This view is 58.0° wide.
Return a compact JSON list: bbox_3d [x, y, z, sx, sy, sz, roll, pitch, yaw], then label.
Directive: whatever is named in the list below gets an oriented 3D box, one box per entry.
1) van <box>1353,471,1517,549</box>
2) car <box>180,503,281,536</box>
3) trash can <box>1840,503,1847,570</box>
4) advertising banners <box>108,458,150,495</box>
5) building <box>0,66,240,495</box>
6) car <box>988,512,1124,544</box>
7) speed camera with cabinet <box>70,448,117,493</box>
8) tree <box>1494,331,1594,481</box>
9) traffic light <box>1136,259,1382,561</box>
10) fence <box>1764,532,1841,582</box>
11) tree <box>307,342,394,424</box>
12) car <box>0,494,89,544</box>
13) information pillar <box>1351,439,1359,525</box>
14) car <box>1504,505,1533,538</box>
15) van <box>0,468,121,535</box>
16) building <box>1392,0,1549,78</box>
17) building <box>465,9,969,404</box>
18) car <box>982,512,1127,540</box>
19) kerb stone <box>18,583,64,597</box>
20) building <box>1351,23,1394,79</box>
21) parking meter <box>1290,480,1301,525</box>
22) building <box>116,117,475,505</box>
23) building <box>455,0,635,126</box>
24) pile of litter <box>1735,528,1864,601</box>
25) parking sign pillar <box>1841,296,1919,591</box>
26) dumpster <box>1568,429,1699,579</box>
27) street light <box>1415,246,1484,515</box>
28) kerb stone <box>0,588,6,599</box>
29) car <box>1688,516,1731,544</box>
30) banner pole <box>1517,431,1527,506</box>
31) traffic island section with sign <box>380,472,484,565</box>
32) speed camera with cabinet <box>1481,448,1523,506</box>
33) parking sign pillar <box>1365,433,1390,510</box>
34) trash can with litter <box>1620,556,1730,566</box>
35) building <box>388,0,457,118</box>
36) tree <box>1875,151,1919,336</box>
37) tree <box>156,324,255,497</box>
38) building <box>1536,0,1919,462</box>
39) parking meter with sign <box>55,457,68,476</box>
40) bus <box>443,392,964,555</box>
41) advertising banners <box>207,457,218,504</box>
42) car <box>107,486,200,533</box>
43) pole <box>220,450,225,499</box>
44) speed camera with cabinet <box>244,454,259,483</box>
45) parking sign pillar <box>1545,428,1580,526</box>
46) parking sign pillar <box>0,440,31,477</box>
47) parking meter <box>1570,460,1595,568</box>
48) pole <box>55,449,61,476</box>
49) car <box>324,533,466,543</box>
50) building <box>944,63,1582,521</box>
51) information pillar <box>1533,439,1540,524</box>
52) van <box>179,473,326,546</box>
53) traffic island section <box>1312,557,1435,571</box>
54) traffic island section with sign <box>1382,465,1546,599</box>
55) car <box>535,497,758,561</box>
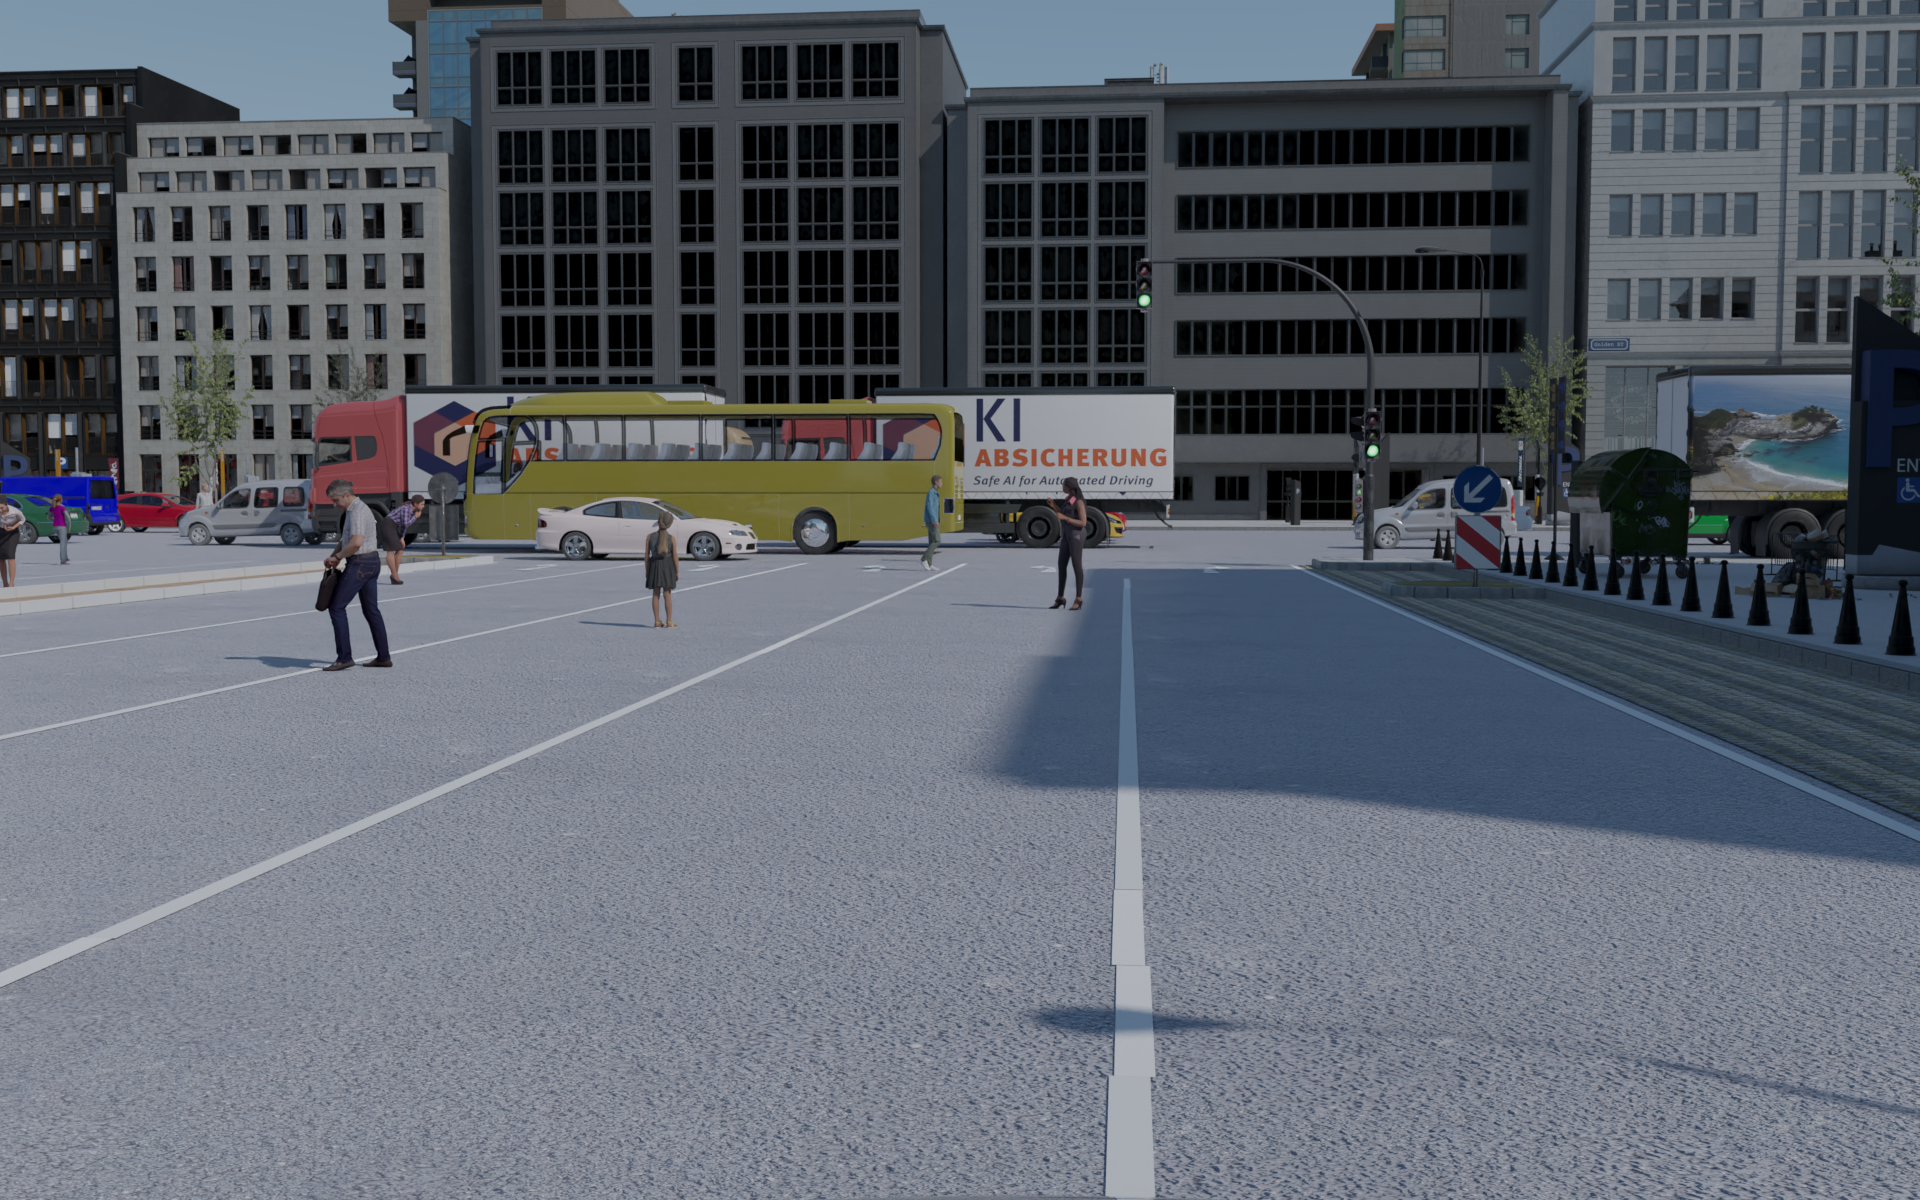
[{"bbox_3d":[12.460,-2.357,45.542,4.112,2.044,2.013,0,4,6],"label":"van"},{"bbox_3d":[-24.815,-3.130,60.221,4.494,1.783,2.155,0,4,5],"label":"car"},{"bbox_3d":[14.484,-0.982,27.708,0.748,1.137,0.748,0,3,0],"label":"trash can"},{"bbox_3d":[-40.266,-5.372,84.020,2.074,3.025,0.090,0,4,1],"label":"advertising banners"},{"bbox_3d":[-49.817,-16.216,94.817,15.834,23.373,12.332,0,4,5],"label":"building"},{"bbox_3d":[2.797,-2.470,50.615,3.980,1.641,2.015,0,4,7],"label":"car"},{"bbox_3d":[-36.888,-4.856,73.733,2.038,3.252,0.660,1,4,21],"label":"speed camera with cabinet"},{"bbox_3d":[26.217,-7.772,77.430,4.737,8.622,4.395,0,3,0],"label":"tree"},{"bbox_3d":[5.778,-3.596,33.457,4.771,5.953,1.251,0,4,5],"label":"traffic light"},{"bbox_3d":[12.855,-0.674,26.395,0.278,0.683,2.069,0,4,-1],"label":"fence"},{"bbox_3d":[-28.995,-8.133,83.329,4.360,8.622,3.978,0,3,0],"label":"tree"},{"bbox_3d":[-27.969,-2.360,50.384,4.920,1.459,2.131,0,4,5],"label":"car"},{"bbox_3d":[16.158,-4.853,70.694,0.183,3.616,0.504,0,4,-4],"label":"information pillar"},{"bbox_3d":[16.748,-2.804,57.841,4.499,1.417,2.014,0,4,7],"label":"car"},{"bbox_3d":[-32.131,-3.409,60.122,5.245,2.365,2.240,0,4,5],"label":"van"},{"bbox_3d":[41.650,-27.897,139.709,14.154,41.232,14.086,0,4,5],"label":"building"},{"bbox_3d":[-12.147,-18.221,91.422,24.014,27.812,14.314,0,4,5],"label":"building"},{"bbox_3d":[2.909,-2.723,53.566,4.494,1.783,2.155,0,4,7],"label":"car"},{"bbox_3d":[-12.992,-0.128,24.327,0.120,0.150,1.000,0,4,5],"label":"kerb stone"},{"bbox_3d":[48.041,-30.942,160.524,22.147,44.769,28.867,0,4,5],"label":"building"},{"bbox_3d":[13.765,-3.994,71.019,0.399,1.863,0.255,-3,4,-38],"label":"parking meter"},{"bbox_3d":[-33.669,-14.514,92.056,16.860,20.320,10.420,0,4,5],"label":"building"},{"bbox_3d":[-35.336,-30.995,156.879,14.600,45.320,14.200,0,4,5],"label":"building"},{"bbox_3d":[10.459,-0.470,21.658,1.176,0.858,1.719,0,4,-2],"label":"pile of litter"},{"bbox_3d":[12.812,-2.141,23.478,1.447,3.967,1.447,0,4,7],"label":"parking sign pillar"},{"bbox_3d":[10.465,-1.496,26.958,1.502,2.255,1.985,0,4,6],"label":"dumpster"},{"bbox_3d":[9.221,-3.672,32.572,1.470,5.913,1.316,0,4,5],"label":"street light"},{"bbox_3d":[-13.077,-0.067,23.293,0.120,0.150,1.000,0,4,5],"label":"kerb stone"},{"bbox_3d":[20.321,-2.457,48.967,4.718,1.807,1.959,0,4,4],"label":"car"},{"bbox_3d":[22.130,-4.782,68.208,0.401,3.779,0.863,3,5,42],"label":"banner pole"},{"bbox_3d":[-10.841,-1.676,35.544,2.006,1.907,1.989,0,4,5],"label":"traffic island section with sign"},{"bbox_3d":[22.979,-4.860,73.793,2.038,3.252,0.660,3,4,38],"label":"speed camera with cabinet"},{"bbox_3d":[18.276,-5.348,75.908,1.447,3.967,1.447,-3,5,-43],"label":"parking sign pillar"},{"bbox_3d":[13.000,-1.255,31.580,2.233,1.210,1.678,0,4,1],"label":"trash can with litter"},{"bbox_3d":[-36.551,-30.092,142.112,14.600,45.320,14.200,0,4,5],"label":"building"},{"bbox_3d":[17.550,-4.775,28.428,4.737,8.622,4.395,0,3,0],"label":"tree"},{"bbox_3d":[-32.696,-7.641,75.285,4.737,8.622,4.395,0,3,0],"label":"tree"},{"bbox_3d":[44.650,-18.801,84.894,29.804,29.767,11.434,0,4,5],"label":"building"},{"bbox_3d":[-42.432,-5.261,82.277,0.543,3.016,1.738,-1,4,-14],"label":"parking meter with sign"},{"bbox_3d":[-6.106,-3.093,42.109,12.252,3.916,2.896,0,4,6],"label":"bus"},{"bbox_3d":[-35.360,-5.248,81.999,0.090,3.025,2.074,-1,4,-9],"label":"advertising banners"},{"bbox_3d":[-29.721,-3.407,64.738,4.494,1.783,2.155,0,4,5],"label":"car"},{"bbox_3d":[-34.020,-5.266,79.947,0.158,3.312,0.155,0,3,0],"label":"pole"},{"bbox_3d":[-34.609,-5.554,85.145,0.660,3.252,2.038,-3,4,-37],"label":"speed camera with cabinet"},{"bbox_3d":[24.593,-5.012,70.419,1.447,3.967,1.447,0,4,-8],"label":"parking sign pillar"},{"bbox_3d":[-47.289,-6.014,86.793,1.447,3.967,1.447,-3,4,-36],"label":"parking sign pillar"},{"bbox_3d":[10.891,-1.501,30.257,0.399,1.863,0.255,-1,4,-17],"label":"parking meter"},{"bbox_3d":[-41.099,-5.207,78.977,0.158,3.312,0.155,0,3,0],"label":"pole"},{"bbox_3d":[-17.118,-2.442,51.720,4.920,1.459,2.131,0,4,7],"label":"car"},{"bbox_3d":[14.746,-16.493,88.735,30.058,24.678,14.314,0,4,5],"label":"building"},{"bbox_3d":[24.691,-5.059,74.076,0.183,3.616,0.504,0,4,7],"label":"information pillar"},{"bbox_3d":[-19.764,-2.547,48.661,4.112,2.044,2.013,0,4,4],"label":"van"},{"bbox_3d":[7.908,-0.687,33.509,2.009,0.180,2.903,0,4,5],"label":"traffic island section"},{"bbox_3d":[7.058,-0.972,24.516,1.989,1.847,2.006,0,4,5],"label":"traffic island section with sign"},{"bbox_3d":[-6.839,-1.562,37.906,4.827,1.381,2.083,0,4,5],"label":"car"}]
